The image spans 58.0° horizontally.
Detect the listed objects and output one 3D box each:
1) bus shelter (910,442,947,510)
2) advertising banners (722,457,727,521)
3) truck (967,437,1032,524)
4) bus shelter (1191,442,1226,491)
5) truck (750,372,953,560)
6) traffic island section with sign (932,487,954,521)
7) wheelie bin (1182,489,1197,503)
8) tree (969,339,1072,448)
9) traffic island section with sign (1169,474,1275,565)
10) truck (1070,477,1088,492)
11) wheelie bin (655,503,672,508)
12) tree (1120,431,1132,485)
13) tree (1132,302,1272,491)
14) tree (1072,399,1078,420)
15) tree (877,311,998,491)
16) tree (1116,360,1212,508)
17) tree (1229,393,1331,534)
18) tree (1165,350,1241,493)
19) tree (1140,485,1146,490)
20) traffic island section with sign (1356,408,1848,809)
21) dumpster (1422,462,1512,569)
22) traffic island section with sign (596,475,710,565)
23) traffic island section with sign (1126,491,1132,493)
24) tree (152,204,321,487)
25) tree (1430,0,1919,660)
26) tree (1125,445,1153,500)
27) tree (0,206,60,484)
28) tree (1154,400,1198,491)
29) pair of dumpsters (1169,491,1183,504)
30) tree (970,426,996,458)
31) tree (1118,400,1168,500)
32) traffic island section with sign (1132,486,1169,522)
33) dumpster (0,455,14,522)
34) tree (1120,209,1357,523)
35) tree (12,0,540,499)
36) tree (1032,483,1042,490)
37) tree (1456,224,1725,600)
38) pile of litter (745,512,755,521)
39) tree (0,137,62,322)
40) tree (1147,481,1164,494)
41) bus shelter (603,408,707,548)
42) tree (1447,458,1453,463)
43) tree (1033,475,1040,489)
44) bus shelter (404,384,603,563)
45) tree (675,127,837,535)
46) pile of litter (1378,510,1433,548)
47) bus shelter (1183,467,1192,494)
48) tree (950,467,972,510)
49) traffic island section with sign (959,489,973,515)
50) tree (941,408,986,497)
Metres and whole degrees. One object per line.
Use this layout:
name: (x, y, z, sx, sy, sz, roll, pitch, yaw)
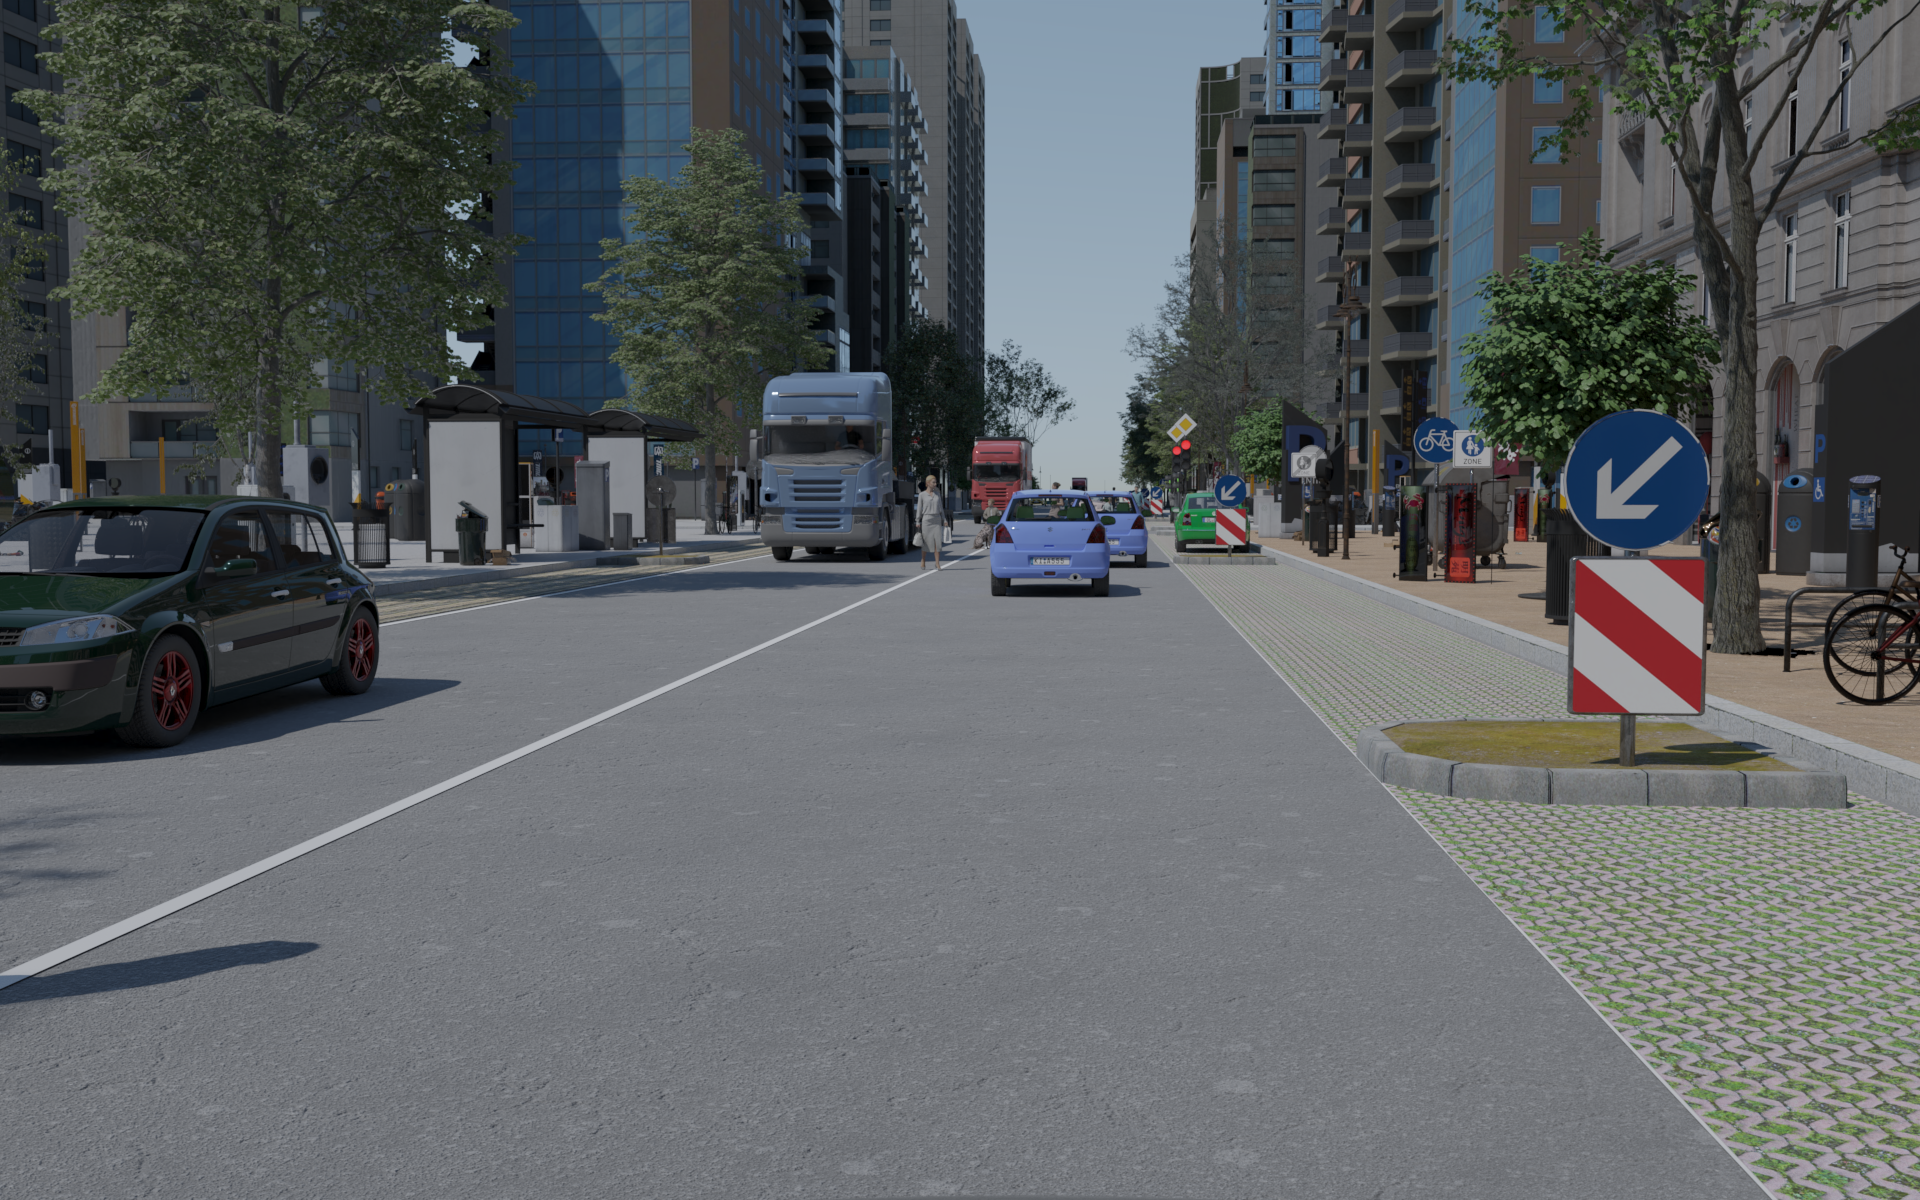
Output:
bus shelter: (-2.135, -8.827, 121.952, 2.179, 5.291, 8.768, 0, 4, 5)
advertising banners: (-10.954, -5.175, 80.801, 0.090, 3.025, 2.074, 0, 4, -2)
truck: (2.133, -5.982, 86.724, 2.839, 4.237, 11.283, 0, 4, 5)
bus shelter: (16.232, -8.357, 114.268, 2.179, 5.291, 8.768, 0, 4, 5)
truck: (-2.202, -3.332, 44.230, 2.967, 4.110, 18.799, 0, 4, 5)
traffic island section with sign: (-1.353, -5.103, 92.054, 1.989, 1.847, 2.006, 0, 4, 5)
wheelie bin: (18.069, -7.949, 137.879, 0.693, 1.594, 0.980, -2, 4, -28)
tree: (6.622, -21.596, 208.975, 12.611, 20.169, 13.585, 0, 3, 0)
traffic island section with sign: (5.414, -1.656, 35.707, 1.989, 1.847, 2.006, 0, 4, 5)
truck: (20.247, -18.621, 293.370, 2.839, 4.237, 11.283, 0, 4, 6)
wheelie bin: (-14.022, -4.518, 81.777, 0.980, 1.594, 0.693, 1, 4, 17)
tree: (27.266, -20.875, 259.424, 7.486, 12.596, 7.792, 0, 3, 0)
tree: (14.753, -11.268, 102.359, 7.486, 12.596, 7.792, 0, 3, 0)
tree: (10.316, -23.400, 238.471, 12.611, 20.169, 13.585, 0, 3, 0)
tree: (-2.139, -11.734, 108.860, 9.611, 12.733, 9.660, 0, 3, 0)
tree: (19.029, -15.311, 156.989, 9.857, 13.997, 8.962, 0, 3, 0)
tree: (10.416, -4.441, 56.325, 4.285, 4.588, 4.351, 0, 3, 0)
tree: (12.227, -8.252, 85.282, 4.360, 8.622, 3.978, 0, 3, 0)
tree: (29.021, -16.953, 271.774, 1.663, 3.219, 1.824, 0, 3, 0)
traffic island section with sign: (3.108, -0.014, 8.851, 1.989, 1.847, 2.006, 0, 4, 5)
dumpster: (8.841, -1.496, 30.218, 1.264, 1.857, 1.865, 0, 4, 5)
traffic island section with sign: (-6.215, -1.643, 35.496, 1.989, 1.847, 2.006, 0, 4, 5)
traffic island section with sign: (12.472, -6.687, 117.952, 1.989, 1.847, 2.006, 0, 4, 5)
tree: (-17.587, -5.631, 42.430, 4.360, 8.622, 3.978, 0, 3, 0)
tree: (6.135, -5.382, 13.746, 9.928, 11.665, 9.643, 0, 3, 0)
tree: (31.040, -21.795, 290.759, 7.601, 10.594, 8.767, 3, 5, 41)
tree: (-23.615, -5.573, 41.483, 4.360, 8.622, 3.978, 0, 3, 0)
tree: (16.784, -11.116, 132.115, 4.737, 8.622, 4.395, 0, 3, 0)
pair of dumpsters: (17.870, -8.486, 141.234, 1.574, 2.255, 4.437, 0, 4, 5)
tree: (2.850, -13.933, 178.173, 4.360, 8.622, 3.978, 0, 3, 0)
tree: (23.859, -17.835, 208.607, 9.611, 12.733, 9.660, 0, 3, 0)
traffic island section with sign: (10.085, -4.982, 90.088, 1.989, 1.847, 2.006, 0, 4, 5)
dumpster: (-10.969, -0.930, 17.706, 1.502, 2.255, 1.985, 0, 4, 5)
tree: (11.991, -10.109, 75.646, 12.009, 13.543, 11.850, 0, 3, 0)
tree: (-9.548, -6.499, 24.387, 7.486, 12.596, 7.792, 0, 3, 0)
tree: (13.357, -18.398, 295.415, 1.663, 3.219, 1.824, 0, 3, 0)
tree: (7.592, -2.289, 21.135, 4.285, 4.588, 4.351, 0, 3, 0)
pile of litter: (-10.552, -4.318, 84.566, 1.176, 0.858, 1.719, -2, 4, -30)
tree: (-18.561, -4.939, 31.116, 4.737, 8.622, 4.395, 0, 3, 0)
tree: (22.039, -11.983, 190.521, 1.663, 3.219, 1.824, 0, 3, 0)
bus shelter: (-8.003, -3.043, 43.685, 2.014, 3.302, 5.546, 0, 4, 5)
tree: (21.009, -4.842, 73.773, 1.663, 3.219, 1.824, 0, 3, 0)
tree: (10.376, -16.916, 260.289, 4.285, 4.588, 4.351, 0, 3, 0)
bus shelter: (-8.998, -2.489, 34.614, 2.014, 3.302, 5.546, 0, 4, 5)
tree: (-7.704, -8.292, 53.697, 7.486, 12.596, 7.792, 0, 3, 0)
pile of litter: (10.901, -1.688, 41.559, 1.176, 0.858, 1.719, -1, 4, -15)
bus shelter: (16.351, -8.000, 122.082, 1.731, 3.624, 6.357, 0, 4, 5)
tree: (0.278, -9.569, 140.174, 4.285, 4.588, 4.351, 0, 3, 0)
traffic island section with sign: (0.956, -6.747, 118.948, 1.989, 1.847, 2.006, 0, 4, 5)
tree: (-0.157, -10.970, 129.720, 4.737, 8.622, 4.395, 0, 3, 0)
